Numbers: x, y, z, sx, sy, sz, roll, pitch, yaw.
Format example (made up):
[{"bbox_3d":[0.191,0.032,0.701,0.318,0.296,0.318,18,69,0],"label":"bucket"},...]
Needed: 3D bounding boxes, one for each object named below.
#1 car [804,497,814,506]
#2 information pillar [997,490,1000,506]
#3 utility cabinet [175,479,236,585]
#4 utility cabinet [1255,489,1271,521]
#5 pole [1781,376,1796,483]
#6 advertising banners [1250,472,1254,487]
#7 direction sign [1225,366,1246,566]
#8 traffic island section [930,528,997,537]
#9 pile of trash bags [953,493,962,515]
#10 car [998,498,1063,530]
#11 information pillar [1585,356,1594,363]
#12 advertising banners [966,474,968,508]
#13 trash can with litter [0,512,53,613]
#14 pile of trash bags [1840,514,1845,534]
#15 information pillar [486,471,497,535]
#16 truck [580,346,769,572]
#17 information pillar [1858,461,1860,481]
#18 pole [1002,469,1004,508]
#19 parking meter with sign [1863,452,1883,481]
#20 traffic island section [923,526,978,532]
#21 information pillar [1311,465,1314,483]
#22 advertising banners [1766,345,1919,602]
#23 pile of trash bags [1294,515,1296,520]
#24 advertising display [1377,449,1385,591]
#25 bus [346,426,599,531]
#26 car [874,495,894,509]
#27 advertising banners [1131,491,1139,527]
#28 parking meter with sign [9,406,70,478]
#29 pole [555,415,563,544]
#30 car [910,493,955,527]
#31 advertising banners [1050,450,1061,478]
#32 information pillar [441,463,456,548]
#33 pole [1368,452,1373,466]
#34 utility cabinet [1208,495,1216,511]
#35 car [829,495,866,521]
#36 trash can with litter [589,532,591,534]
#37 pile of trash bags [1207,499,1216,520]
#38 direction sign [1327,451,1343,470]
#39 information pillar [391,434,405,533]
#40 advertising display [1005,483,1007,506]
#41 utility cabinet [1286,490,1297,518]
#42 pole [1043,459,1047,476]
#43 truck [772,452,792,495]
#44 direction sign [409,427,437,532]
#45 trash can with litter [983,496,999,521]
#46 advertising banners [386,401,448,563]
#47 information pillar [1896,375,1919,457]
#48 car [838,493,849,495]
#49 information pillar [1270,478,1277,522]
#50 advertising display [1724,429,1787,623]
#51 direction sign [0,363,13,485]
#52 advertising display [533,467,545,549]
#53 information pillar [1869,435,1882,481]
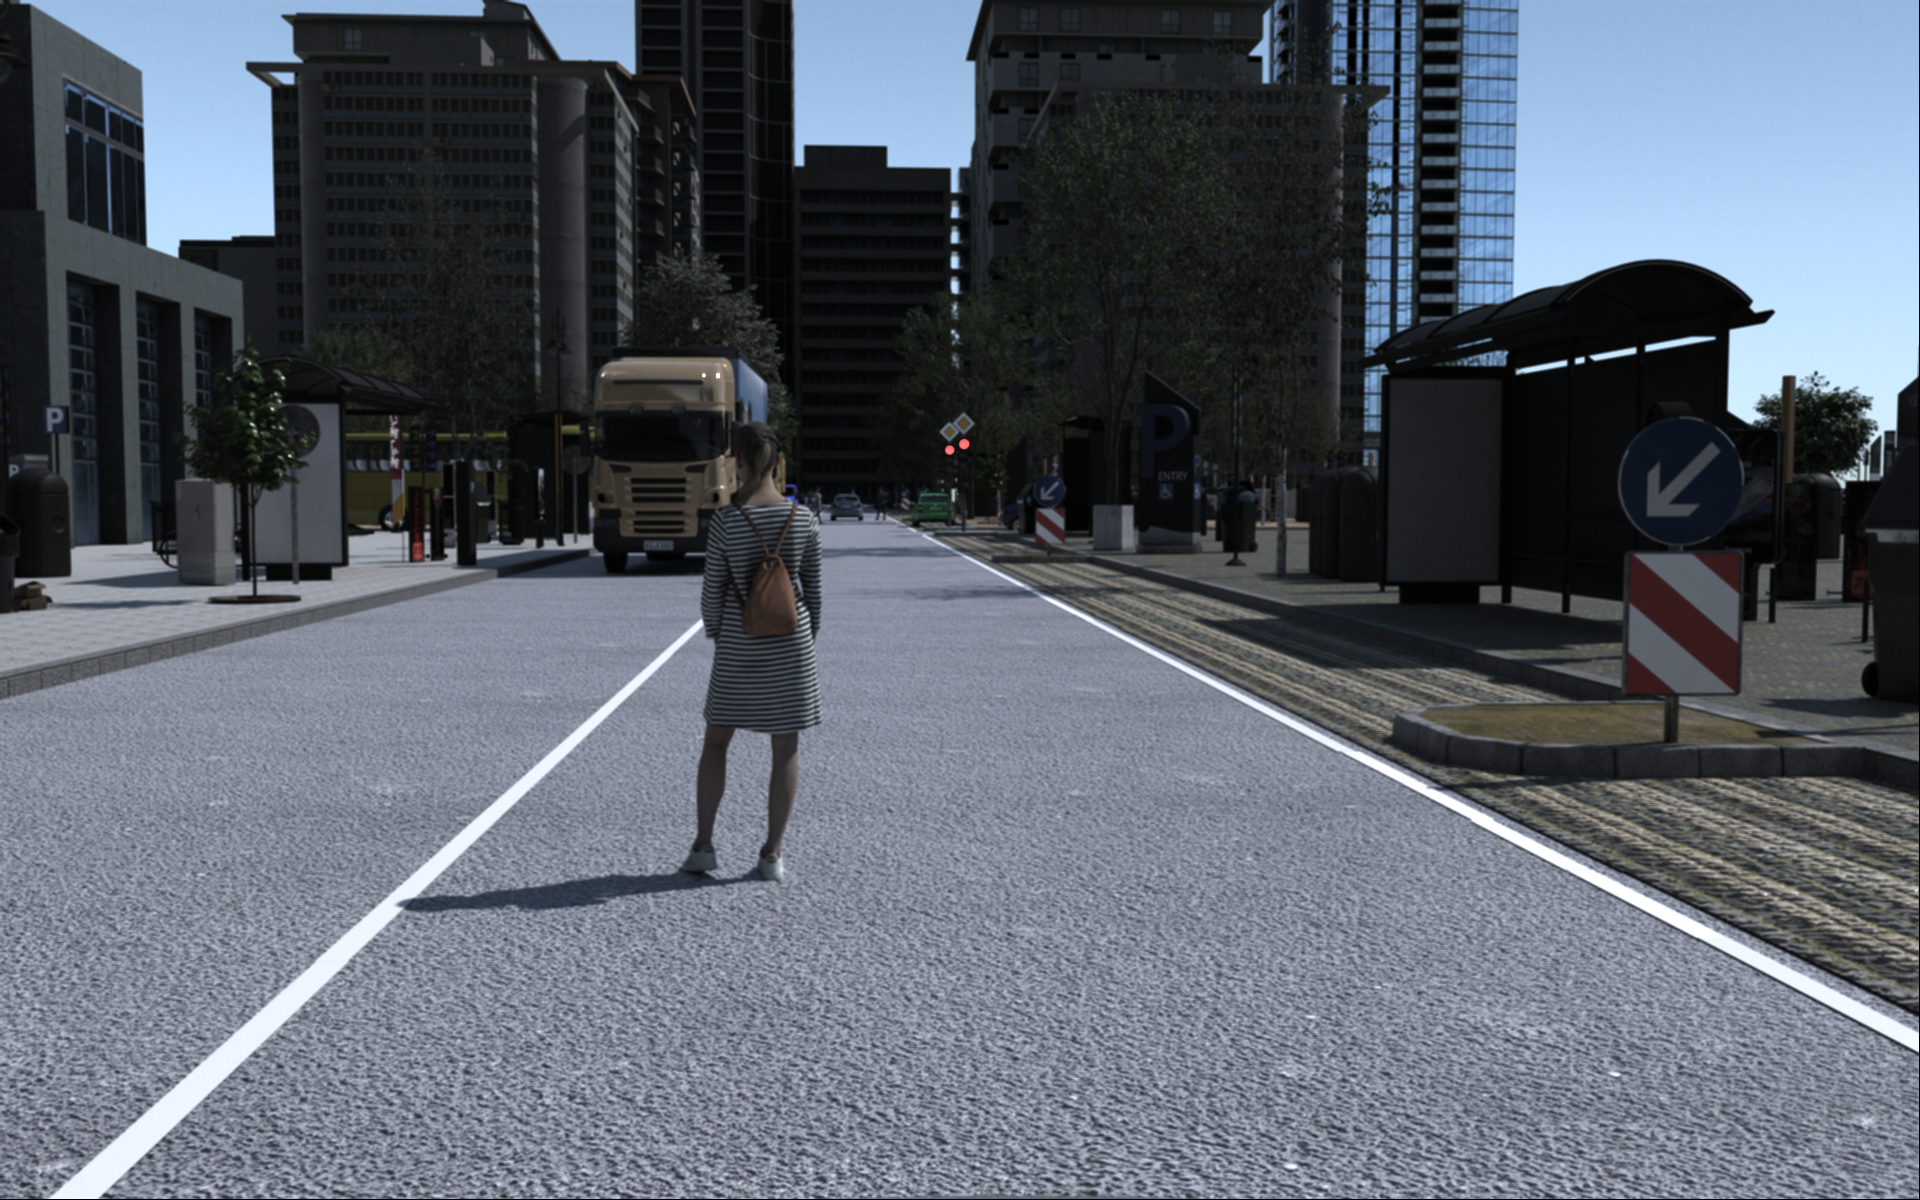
[{"bbox_3d":[-17.913,-12.188,208.870,1.945,1.707,3.694,0,4,-4],"label":"car"},{"bbox_3d":[2.680,-7.348,124.634,0.304,2.012,0.304,-3,5,-39],"label":"information pillar"},{"bbox_3d":[-10.697,-0.969,24.518,1.173,1.500,0.318,3,5,42],"label":"utility cabinet"},{"bbox_3d":[14.301,-4.485,82.007,1.173,1.500,0.318,2,4,29],"label":"utility cabinet"},{"bbox_3d":[14.290,-2.208,29.946,0.158,3.312,0.155,0,3,0],"label":"pole"},{"bbox_3d":[23.951,-8.751,139.269,2.074,3.025,0.090,-3,5,-42],"label":"advertising banners"},{"bbox_3d":[4.949,-2.384,30.981,0.379,3.537,0.876,1,4,20],"label":"direction sign"},{"bbox_3d":[0.148,-2.269,59.374,2.009,0.180,2.903,0,4,-4],"label":"traffic island section"},{"bbox_3d":[0.346,-6.012,108.053,1.912,1.369,3.447,1,4,10],"label":"pile of trash bags"},{"bbox_3d":[3.355,-3.045,62.373,3.894,1.354,1.945,0,4,-3],"label":"car"},{"bbox_3d":[10.591,-2.291,28.810,0.504,3.616,0.183,2,4,32],"label":"information pillar"},{"bbox_3d":[0.411,-5.868,92.125,0.090,3.025,2.074,0,4,4],"label":"advertising banners"},{"bbox_3d":[-10.454,-0.457,18.857,0.624,1.170,1.055,0,4,7],"label":"trash can with litter"},{"bbox_3d":[28.905,-2.790,55.369,3.447,1.369,1.912,1,4,14],"label":"pile of trash bags"},{"bbox_3d":[-14.658,-3.038,54.168,0.304,2.012,0.304,-1,4,-11],"label":"information pillar"},{"bbox_3d":[-5.499,-2.833,35.230,2.839,4.237,11.283,0,4,-2],"label":"truck"},{"bbox_3d":[62.597,-7.908,120.657,0.183,3.616,0.504,2,4,35],"label":"information pillar"},{"bbox_3d":[3.512,-9.066,142.067,0.158,3.312,0.155,0,3,0],"label":"pole"},{"bbox_3d":[38.459,-4.623,71.846,1.738,3.016,0.543,1,4,15],"label":"parking meter with sign"},{"bbox_3d":[-0.392,-2.756,67.341,2.009,0.180,2.903,0,4,-4],"label":"traffic island section"},{"bbox_3d":[28.380,-9.061,139.502,0.183,3.616,0.504,0,4,-2],"label":"information pillar"},{"bbox_3d":[10.736,-1.488,20.525,2.074,3.025,0.090,1,4,23],"label":"advertising banners"},{"bbox_3d":[18.365,-4.691,86.442,3.447,1.369,1.912,2,4,34],"label":"pile of trash bags"},{"bbox_3d":[5.995,-1.078,22.835,0.974,1.923,0.123,0,4,-4],"label":"advertising display"},{"bbox_3d":[-17.268,-4.338,62.468,12.252,3.916,2.896,0,4,-5],"label":"bus"},{"bbox_3d":[-7.242,-9.297,164.589,1.945,1.354,3.894,0,4,-2],"label":"car"},{"bbox_3d":[7.500,-4.350,67.310,2.074,3.025,0.090,-1,4,-14],"label":"advertising banners"},{"bbox_3d":[-18.066,-2.278,33.506,0.543,3.016,1.738,1,4,14],"label":"parking meter with sign"},{"bbox_3d":[-10.303,-3.099,44.512,0.158,3.312,0.155,0,3,0],"label":"pole"},{"bbox_3d":[-1.193,-4.121,76.177,1.959,1.807,4.718,0,4,-4],"label":"car"},{"bbox_3d":[4.274,-4.380,67.806,0.090,3.025,2.074,-3,5,-43],"label":"advertising banners"},{"bbox_3d":[-12.144,-2.241,41.129,0.304,2.012,0.304,-1,4,-17],"label":"information pillar"},{"bbox_3d":[19.986,-5.538,84.383,0.158,3.312,0.155,0,3,0],"label":"pole"},{"bbox_3d":[14.141,-5.384,99.188,1.020,1.237,0.306,1,4,15],"label":"utility cabinet"},{"bbox_3d":[-6.124,-5.009,93.894,2.014,1.417,4.499,0,4,-3],"label":"car"},{"bbox_3d":[-11.837,-2.758,56.144,1.678,1.210,2.233,1,4,21],"label":"trash can with litter"},{"bbox_3d":[10.805,-4.611,85.148,3.447,1.369,1.912,-1,4,-10],"label":"pile of trash bags"},{"bbox_3d":[19.667,-6.045,90.826,0.876,3.537,0.379,-1,4,-12],"label":"direction sign"},{"bbox_3d":[-18.560,-4.023,57.133,0.504,3.616,0.183,2,4,28],"label":"information pillar"},{"bbox_3d":[2.540,-4.700,82.061,0.974,1.923,0.123,3,4,37],"label":"advertising display"},{"bbox_3d":[17.652,-5.090,91.894,1.173,1.500,0.318,1,4,12],"label":"utility cabinet"},{"bbox_3d":[4.850,-6.449,99.290,0.158,3.312,0.155,0,3,0],"label":"pole"},{"bbox_3d":[-8.979,-4.860,75.382,3.469,3.379,9.791,0,4,-5],"label":"truck"},{"bbox_3d":[-18.068,-4.057,58.321,0.876,3.537,0.379,-2,4,-28],"label":"direction sign"},{"bbox_3d":[1.996,-4.498,84.599,2.233,1.210,1.678,0,4,-6],"label":"trash can with litter"},{"bbox_3d":[-10.194,-2.220,32.477,0.090,3.025,2.074,1,4,13],"label":"advertising banners"},{"bbox_3d":[18.310,-2.571,33.383,0.183,3.616,0.504,-3,4,-37],"label":"information pillar"},{"bbox_3d":[-13.030,-11.253,193.581,1.945,1.707,3.694,0,4,-3],"label":"car"},{"bbox_3d":[14.442,-4.581,79.395,0.304,2.012,0.304,-3,5,-43],"label":"information pillar"},{"bbox_3d":[7.947,-0.758,17.602,0.123,1.923,0.974,-1,4,-21],"label":"advertising display"},{"bbox_3d":[-16.665,-2.341,30.274,0.379,3.537,0.876,-3,5,-40],"label":"direction sign"},{"bbox_3d":[-9.967,-2.191,41.044,0.123,1.923,0.974,0,4,-6],"label":"advertising display"},{"bbox_3d":[36.554,-4.760,69.184,0.504,3.616,0.183,-1,4,-19],"label":"information pillar"}]
